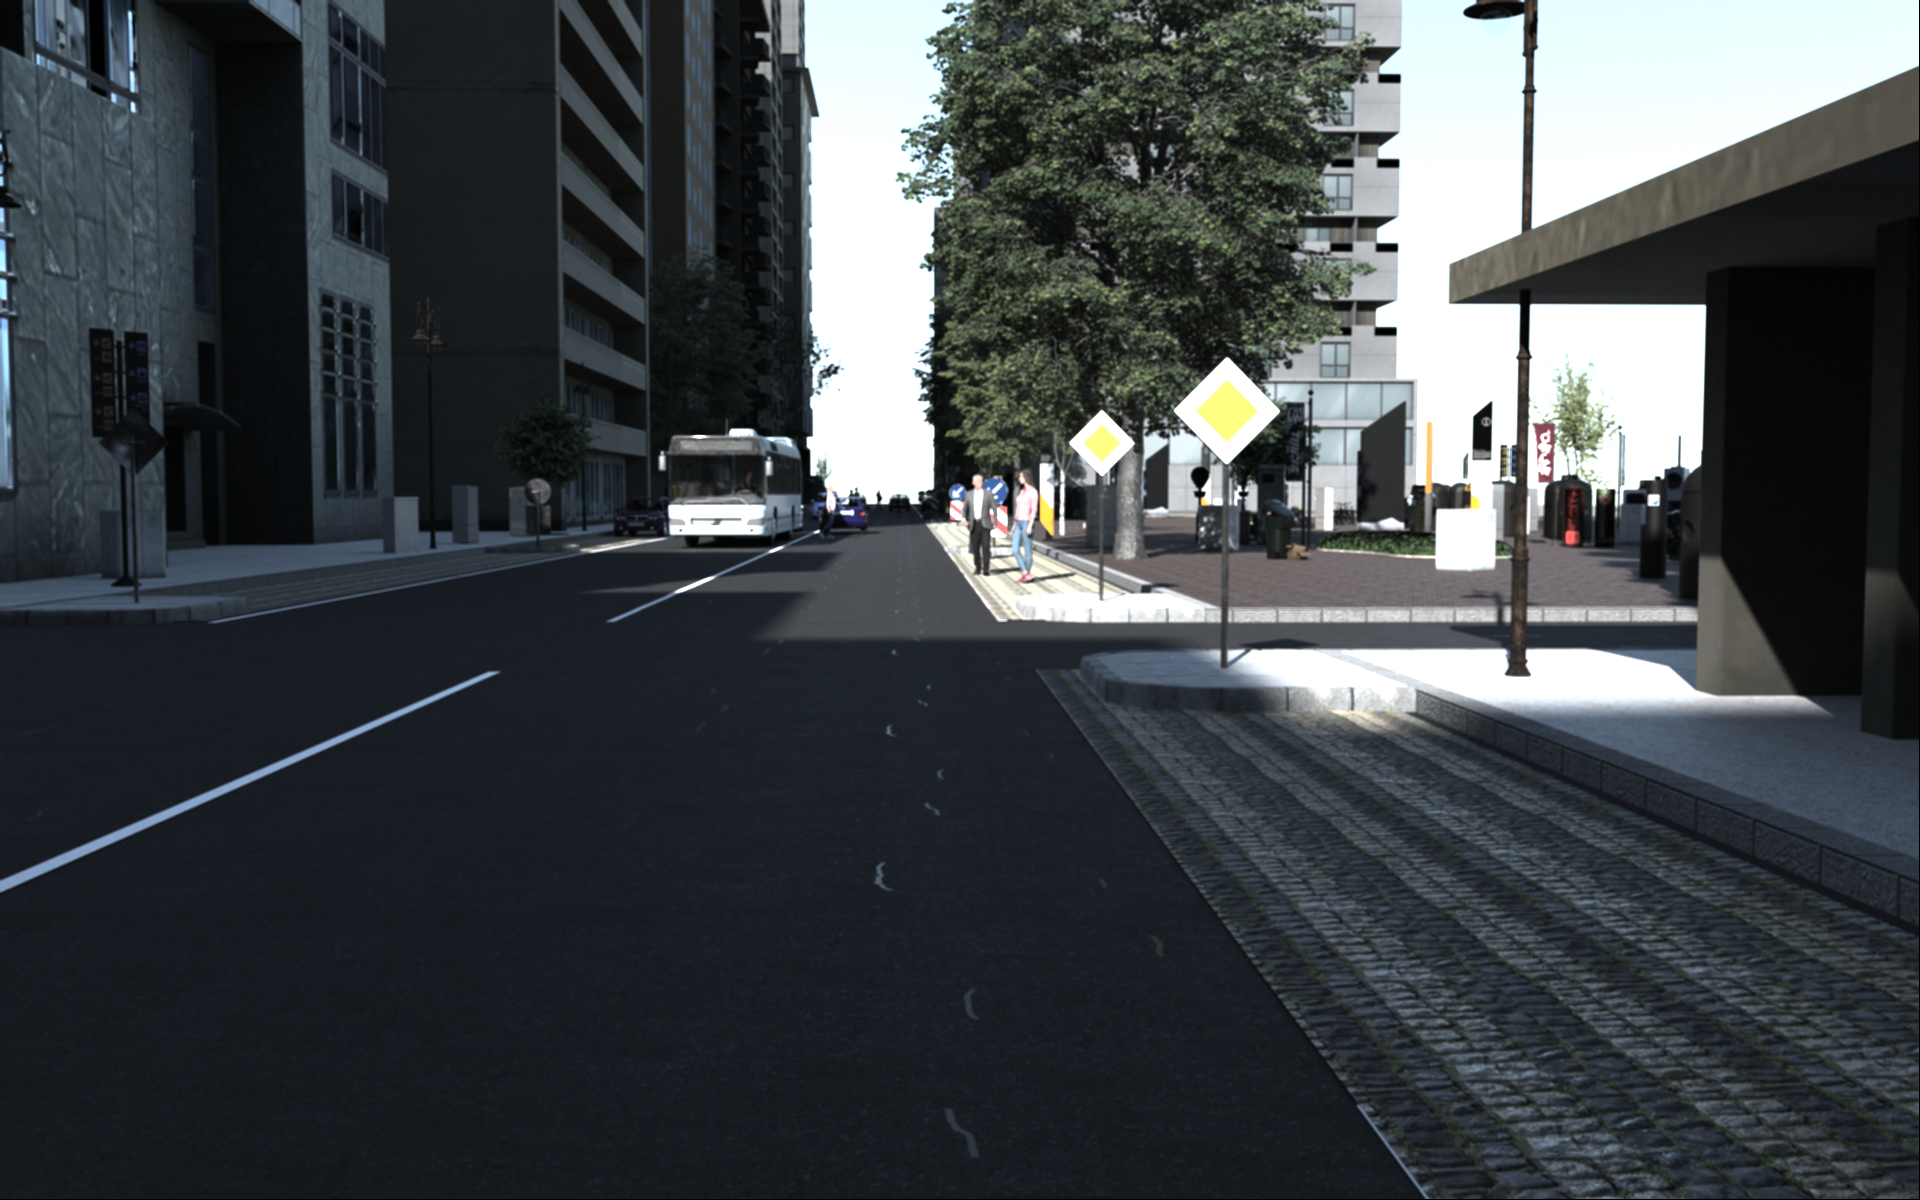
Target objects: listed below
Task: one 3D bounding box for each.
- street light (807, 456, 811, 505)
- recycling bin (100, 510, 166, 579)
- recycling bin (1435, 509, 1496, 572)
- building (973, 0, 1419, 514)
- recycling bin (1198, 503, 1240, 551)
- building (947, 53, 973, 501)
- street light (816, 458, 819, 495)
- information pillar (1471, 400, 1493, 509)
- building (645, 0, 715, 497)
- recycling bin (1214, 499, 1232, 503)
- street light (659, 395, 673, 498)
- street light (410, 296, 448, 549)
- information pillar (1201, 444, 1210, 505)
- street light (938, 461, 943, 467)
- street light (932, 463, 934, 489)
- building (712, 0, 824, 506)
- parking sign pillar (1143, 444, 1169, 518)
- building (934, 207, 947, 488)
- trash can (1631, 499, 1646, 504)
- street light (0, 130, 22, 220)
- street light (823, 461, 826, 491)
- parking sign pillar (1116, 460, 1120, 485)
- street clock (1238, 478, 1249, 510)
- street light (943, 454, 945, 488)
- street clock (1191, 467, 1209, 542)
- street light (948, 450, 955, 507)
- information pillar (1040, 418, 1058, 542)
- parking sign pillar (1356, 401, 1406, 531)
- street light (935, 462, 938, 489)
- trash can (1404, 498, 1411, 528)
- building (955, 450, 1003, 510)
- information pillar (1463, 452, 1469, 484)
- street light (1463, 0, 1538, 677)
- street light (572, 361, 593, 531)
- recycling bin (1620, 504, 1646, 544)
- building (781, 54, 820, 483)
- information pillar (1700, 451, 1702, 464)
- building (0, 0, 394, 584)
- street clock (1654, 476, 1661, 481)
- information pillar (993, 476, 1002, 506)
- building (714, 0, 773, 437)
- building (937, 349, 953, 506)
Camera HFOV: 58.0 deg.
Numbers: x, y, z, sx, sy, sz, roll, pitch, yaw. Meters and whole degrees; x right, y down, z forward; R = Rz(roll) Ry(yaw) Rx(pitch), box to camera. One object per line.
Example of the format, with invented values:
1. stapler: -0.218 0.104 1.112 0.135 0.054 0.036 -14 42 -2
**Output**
1. street light: -17.520 -13.900 200.057 0.468 5.910 1.993 0 4 -2
2. recycling bin: -12.704 -0.859 26.601 0.722 1.027 0.722 3 5 43
3. recycling bin: 8.444 -1.001 28.916 0.722 1.027 0.722 -3 4 -37
4. building: 14.813 -32.596 122.184 28.713 52.752 27.495 0 4 -2
5. recycling bin: 5.900 -1.646 39.467 0.722 1.027 0.722 3 4 36
6. building: 6.276 -29.421 164.635 14.154 41.232 14.086 0 4 -2
7. street light: -18.110 -15.147 220.442 0.468 5.910 1.993 0 4 -2
8. information pillar: 12.950 -3.156 42.952 0.504 3.616 0.183 1 4 14
9. building: -22.188 -27.615 101.611 14.600 45.320 14.200 0 4 -2
10. recycling bin: 13.639 -4.731 89.907 0.722 1.027 0.722 2 4 33
11. street light: -13.684 -6.612 80.894 0.468 5.910 1.993 0 4 -2
12. street light: -12.386 -4.143 40.533 0.468 5.910 1.993 0 4 -2
13. information pillar: 10.236 -4.941 72.136 0.183 3.616 0.504 -2 4 -30
14. street light: -1.871 -13.515 193.755 0.468 5.910 1.993 0 4 -2
15. street light: -3.206 -16.010 234.549 0.468 5.910 1.993 0 4 -2
16. building: -29.227 -48.799 236.121 20.563 71.187 20.611 0 4 -2
17. parking sign pillar: 10.521 -6.395 93.024 1.447 3.967 1.447 -1 4 -21
18. building: 3.224 -34.533 248.215 14.154 41.232 14.086 0 4 -2
19. trash can: 20.599 -2.483 52.251 0.748 1.137 0.748 0 3 0
20. street light: -11.701 -2.922 20.555 0.468 5.910 1.993 0 4 -2
21. street light: -18.875 -16.422 241.288 0.468 5.910 1.993 0 4 -2
22. parking sign pillar: 7.910 -5.984 86.311 1.447 3.967 1.447 2 4 27
23. street clock: 8.976 -3.077 54.881 0.358 2.002 0.471 1 4 11
24. street light: -1.157 -12.184 172.002 0.468 5.910 1.993 0 4 -2
25. street clock: 6.359 -2.528 45.896 0.471 2.002 0.358 1 4 12
26. street light: -0.568 -10.962 152.021 0.468 5.910 1.993 0 4 -2
27. information pillar: 2.370 -3.400 46.952 0.183 3.616 0.504 -3 4 -38
28. parking sign pillar: 12.239 -3.784 50.342 1.447 3.967 1.447 0 4 -7
29. street light: -2.585 -14.773 214.332 0.468 5.910 1.993 0 4 -2
30. trash can: 17.327 -3.343 66.304 0.748 1.137 0.748 0 3 0
31. building: 10.120 -43.283 145.922 20.563 71.187 20.611 0 4 -2
32. information pillar: 27.882 -6.370 95.512 0.504 3.616 0.183 -3 5 -44
33. street light: 3.941 -2.402 12.059 0.468 5.910 1.993 0 4 -2
34. street light: -13.154 -5.365 60.508 0.468 5.910 1.993 0 4 -2
35. recycling bin: 17.468 -1.952 44.462 0.722 1.027 0.722 -1 4 -20
36. building: -32.018 -38.104 212.237 28.713 52.752 27.495 0 4 -2
37. information pillar: 12.656 -1.507 29.126 0.304 2.012 0.304 -1 4 -13
38. building: -25.249 -44.023 32.446 22.319 86.520 31.000 0 4 -2
39. street clock: 27.907 -3.962 69.347 0.358 2.002 0.471 1 4 13
40. information pillar: 1.549 -4.106 71.619 0.304 2.012 0.304 -1 4 -16
41. building: -27.221 -29.910 143.655 22.147 44.769 28.867 0 4 -2
42. building: 11.047 -23.347 226.758 27.650 21.520 28.899 0 4 -2
